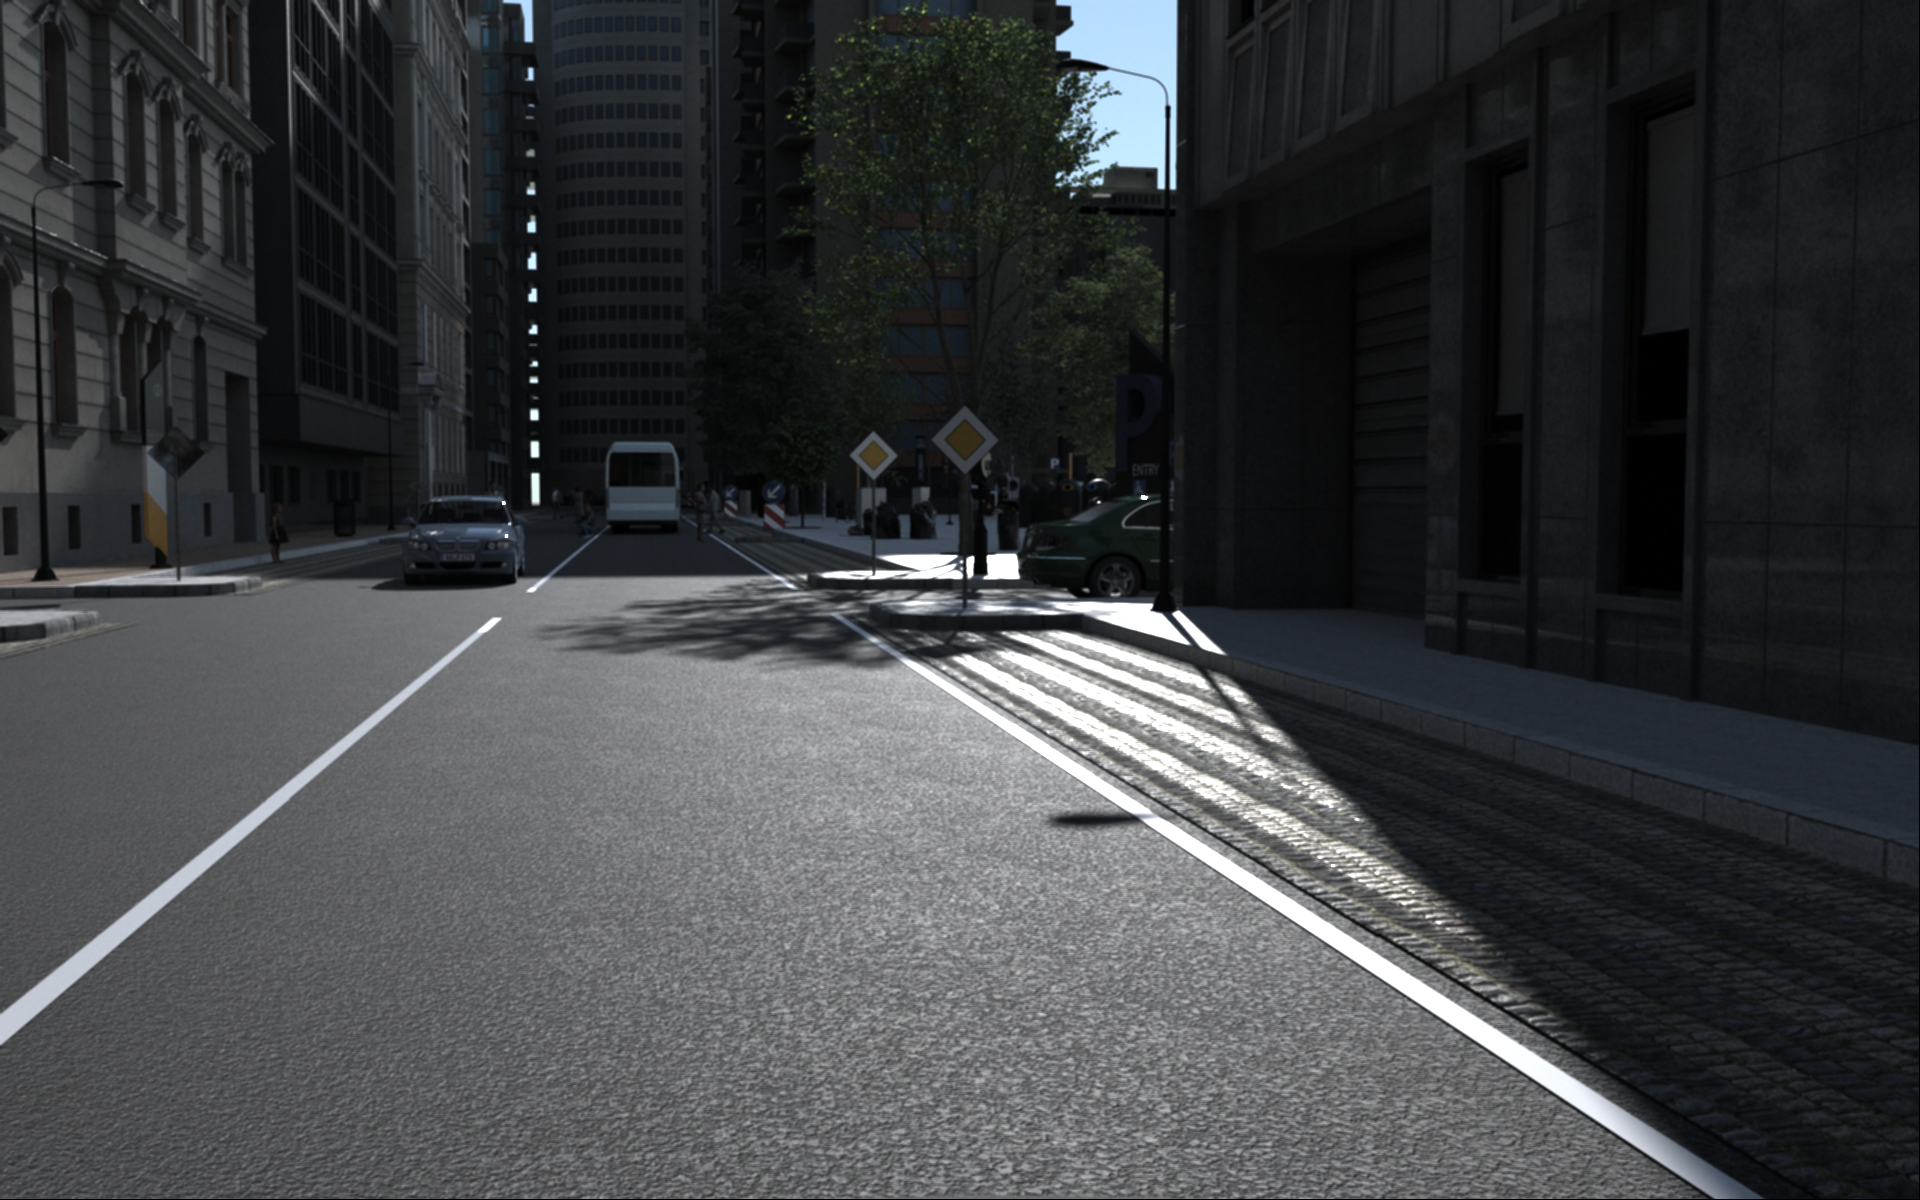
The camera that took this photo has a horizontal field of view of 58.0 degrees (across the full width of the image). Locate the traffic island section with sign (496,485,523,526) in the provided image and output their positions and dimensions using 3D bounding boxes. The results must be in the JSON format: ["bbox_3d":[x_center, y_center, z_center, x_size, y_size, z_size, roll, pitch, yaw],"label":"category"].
[{"bbox_3d":[-20.553,-4.195,77.224,1.989,1.847,2.006,-1,4,-10],"label":"traffic island section with sign"}]

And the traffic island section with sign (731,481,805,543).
[{"bbox_3d":[-5.710,-2.631,51.652,1.989,1.847,2.006,-1,4,-10],"label":"traffic island section with sign"}]

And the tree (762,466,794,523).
[{"bbox_3d":[-8.069,-5.095,77.907,1.663,3.219,1.824,0,3,0],"label":"tree"}]

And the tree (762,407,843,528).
[{"bbox_3d":[-5.964,-4.980,65.135,4.285,4.588,4.351,0,3,0],"label":"tree"}]

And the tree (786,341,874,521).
[{"bbox_3d":[-6.308,-8.113,83.007,4.360,8.622,3.978,0,3,0],"label":"tree"}]

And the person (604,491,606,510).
[{"bbox_3d":[-31.059,-8.745,152.270,0.721,1.735,1.217,-2,4,-29],"label":"person"}]

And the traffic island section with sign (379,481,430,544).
[{"bbox_3d":[-15.688,-2.544,50.228,1.989,1.847,2.006,-1,4,-10],"label":"traffic island section with sign"}]

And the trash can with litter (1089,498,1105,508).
[{"bbox_3d":[2.384,-1.391,33.807,1.678,1.210,2.233,3,4,39],"label":"trash can with litter"}]

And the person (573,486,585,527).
[{"bbox_3d":[-16.491,-4.075,75.483,0.716,1.782,0.532,0,4,-2],"label":"person"}]

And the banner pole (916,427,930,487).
[{"bbox_3d":[-1.357,-4.599,65.214,0.863,3.779,0.401,3,4,37],"label":"banner pole"}]

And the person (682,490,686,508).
[{"bbox_3d":[-26.909,-9.758,167.918,0.709,1.838,0.599,2,4,34],"label":"person"}]

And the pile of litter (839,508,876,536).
[{"bbox_3d":[-2.965,-2.429,53.675,1.719,0.858,1.176,-1,4,-19],"label":"pile of litter"}]

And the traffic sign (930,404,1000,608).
[{"bbox_3d":[0.052,-0.970,19.502,0.795,2.450,0.064,-1,4,-10],"label":"traffic sign"}]

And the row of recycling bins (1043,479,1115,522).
[{"bbox_3d":[4.128,-2.474,47.558,3.534,1.692,1.069,2,4,35],"label":"row of recycling bins"}]

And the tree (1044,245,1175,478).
[{"bbox_3d":[7.587,-9.829,78.833,7.486,12.596,7.792,0,3,0],"label":"tree"}]

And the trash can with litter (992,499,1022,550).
[{"bbox_3d":[1.094,-1.742,39.868,0.624,1.170,1.055,0,4,8],"label":"trash can with litter"}]

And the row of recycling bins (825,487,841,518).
[{"bbox_3d":[-7.144,-5.459,96.363,1.069,1.692,3.534,0,4,-5],"label":"row of recycling bins"}]

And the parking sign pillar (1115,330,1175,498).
[{"bbox_3d":[3.051,-2.411,27.887,1.447,3.967,1.447,-2,4,-31],"label":"parking sign pillar"}]

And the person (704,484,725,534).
[{"bbox_3d":[-8.830,-3.266,62.175,0.850,1.792,0.678,1,4,11],"label":"person"}]

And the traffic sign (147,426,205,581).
[{"bbox_3d":[-11.550,-1.340,25.552,0.795,2.450,0.064,-1,4,-10],"label":"traffic sign"}]

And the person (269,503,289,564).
[{"bbox_3d":[-13.959,-1.366,35.498,0.373,1.253,0.362,1,4,9],"label":"person"}]

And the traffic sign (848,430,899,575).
[{"bbox_3d":[-1.365,-1.451,27.361,0.795,2.450,0.064,-1,4,-10],"label":"traffic sign"}]

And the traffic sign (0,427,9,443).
[{"bbox_3d":[-10.132,-0.859,17.693,0.795,2.450,0.064,-1,4,-10],"label":"traffic sign"}]

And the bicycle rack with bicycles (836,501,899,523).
[{"bbox_3d":[-4.116,-3.939,77.777,2.852,0.926,2.925,2,4,34],"label":"bicycle rack with bicycles"}]

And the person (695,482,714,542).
[{"bbox_3d":[-7.736,-2.651,52.210,0.532,1.782,0.716,0,4,3],"label":"person"}]

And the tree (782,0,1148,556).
[{"bbox_3d":[0.147,-6.754,36.179,9.928,11.665,9.643,0,3,0],"label":"tree"}]

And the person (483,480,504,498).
[{"bbox_3d":[-11.945,-2.178,44.377,0.678,1.792,0.850,-1,4,-18],"label":"person"}]

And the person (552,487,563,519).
[{"bbox_3d":[-22.997,-5.529,99.002,0.850,1.850,0.679,3,4,39],"label":"person"}]

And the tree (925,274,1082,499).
[{"bbox_3d":[1.787,-6.655,59.171,4.360,8.622,3.978,0,3,0],"label":"tree"}]

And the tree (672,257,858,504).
[{"bbox_3d":[-10.084,-11.355,92.313,9.857,13.997,8.962,0,3,0],"label":"tree"}]

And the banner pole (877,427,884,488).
[{"bbox_3d":[-3.007,-4.603,65.276,0.401,3.779,0.863,-1,4,-19],"label":"banner pole"}]

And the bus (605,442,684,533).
[{"bbox_3d":[-12.245,-4.449,67.598,2.948,3.499,13.247,-1,4,-9],"label":"bus"}]

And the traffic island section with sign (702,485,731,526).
[{"bbox_3d":[-10.499,-4.254,78.180,1.989,1.847,2.006,-1,4,-10],"label":"traffic island section with sign"}]

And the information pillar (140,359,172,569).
[{"bbox_3d":[-13.862,-2.352,29.812,0.183,3.616,0.504,1,4,14],"label":"information pillar"}]

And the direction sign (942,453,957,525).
[{"bbox_3d":[-0.425,-4.940,72.769,0.379,3.537,0.876,3,5,45],"label":"direction sign"}]

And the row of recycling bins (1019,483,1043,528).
[{"bbox_3d":[3.800,-3.583,65.687,3.534,1.692,1.069,2,4,30],"label":"row of recycling bins"}]

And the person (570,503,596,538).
[{"bbox_3d":[-12.229,-2.602,56.535,0.738,1.151,1.012,-2,4,-29],"label":"person"}]

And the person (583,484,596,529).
[{"bbox_3d":[-15.169,-3.829,71.083,0.580,1.828,0.573,1,4,11],"label":"person"}]

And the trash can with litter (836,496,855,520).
[{"bbox_3d":[-5.670,-4.596,86.540,1.055,1.170,0.624,1,4,15],"label":"trash can with litter"}]

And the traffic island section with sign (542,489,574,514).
[{"bbox_3d":[-29.414,-7.202,126.377,1.989,1.847,2.006,-1,4,-10],"label":"traffic island section with sign"}]

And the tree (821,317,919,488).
[{"bbox_3d":[-3.743,-7.413,71.562,4.737,8.622,4.395,0,3,0],"label":"tree"}]
